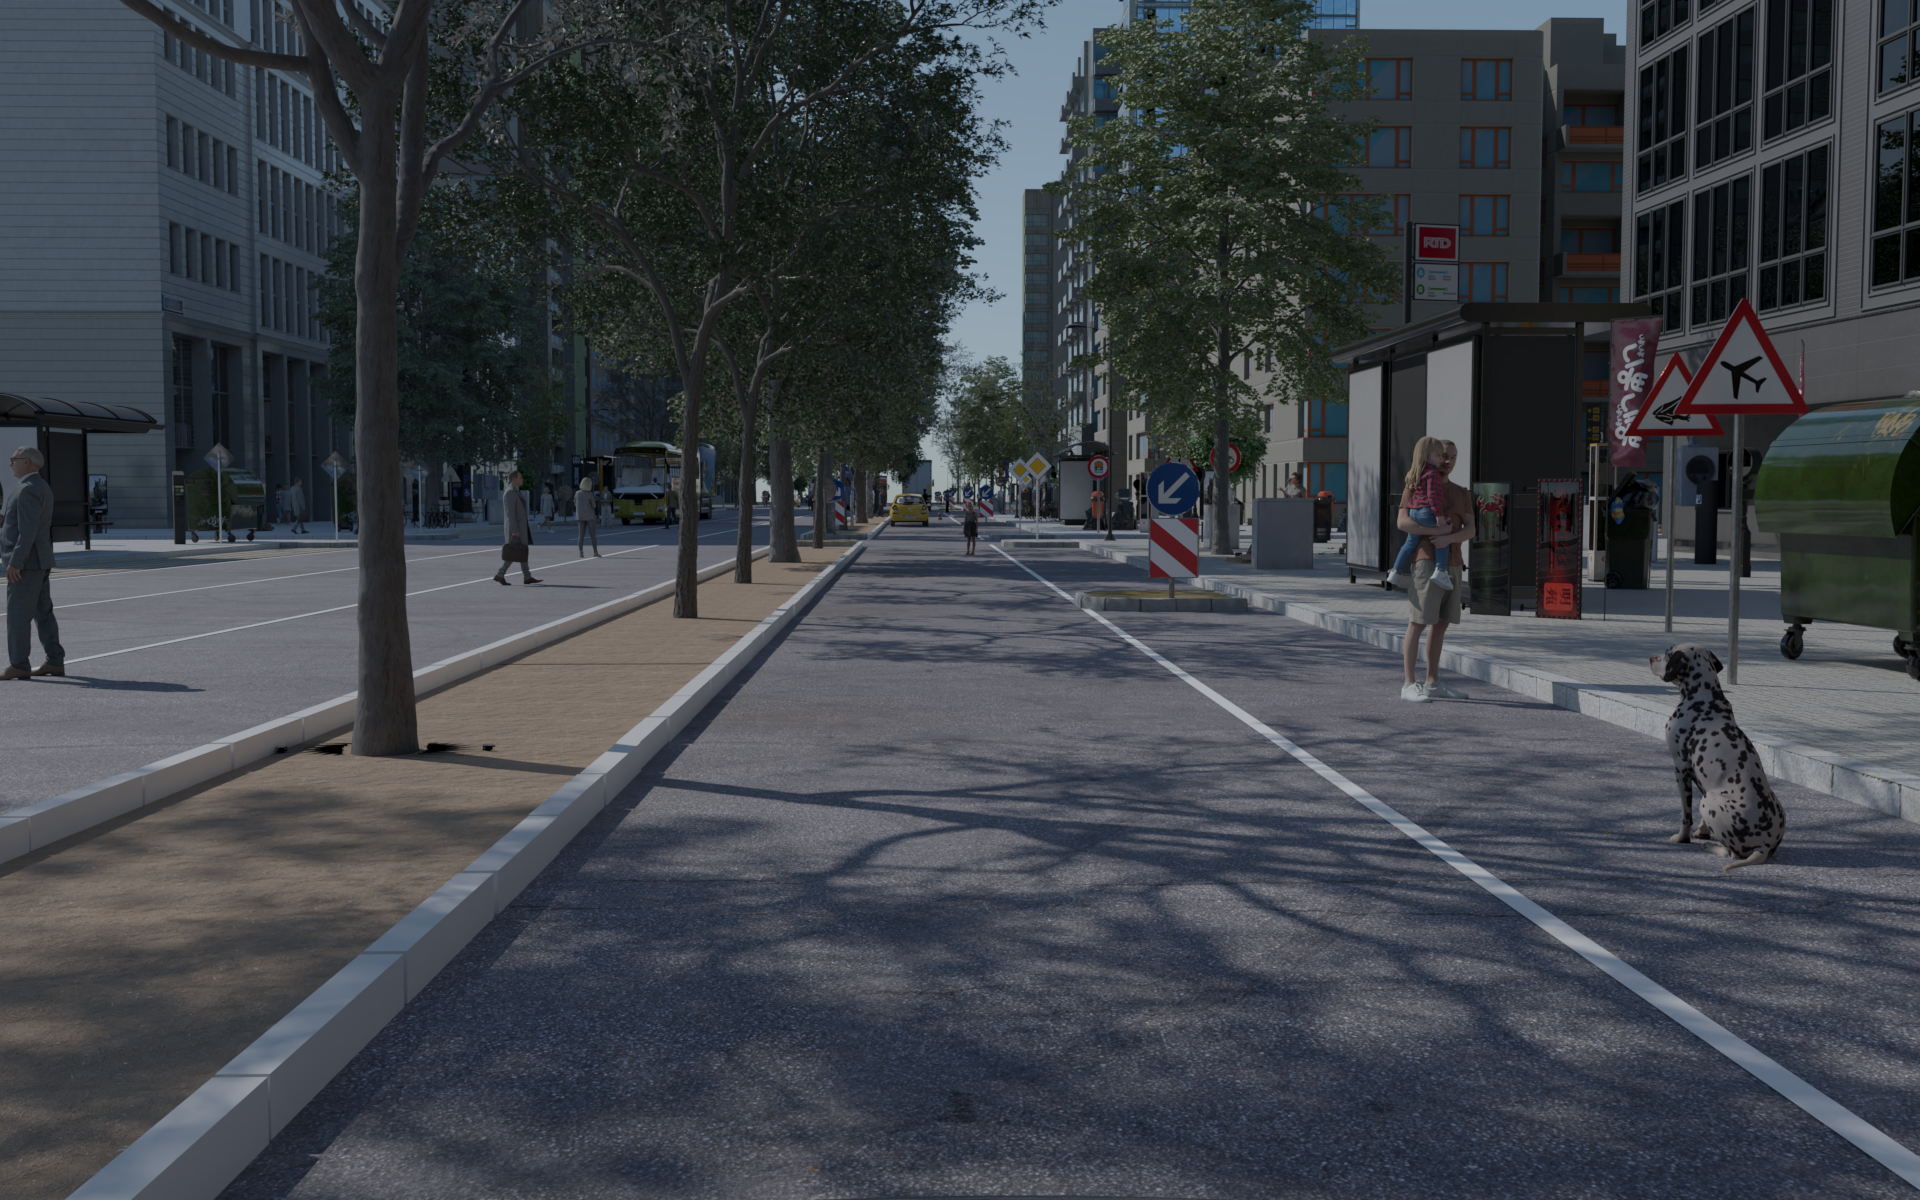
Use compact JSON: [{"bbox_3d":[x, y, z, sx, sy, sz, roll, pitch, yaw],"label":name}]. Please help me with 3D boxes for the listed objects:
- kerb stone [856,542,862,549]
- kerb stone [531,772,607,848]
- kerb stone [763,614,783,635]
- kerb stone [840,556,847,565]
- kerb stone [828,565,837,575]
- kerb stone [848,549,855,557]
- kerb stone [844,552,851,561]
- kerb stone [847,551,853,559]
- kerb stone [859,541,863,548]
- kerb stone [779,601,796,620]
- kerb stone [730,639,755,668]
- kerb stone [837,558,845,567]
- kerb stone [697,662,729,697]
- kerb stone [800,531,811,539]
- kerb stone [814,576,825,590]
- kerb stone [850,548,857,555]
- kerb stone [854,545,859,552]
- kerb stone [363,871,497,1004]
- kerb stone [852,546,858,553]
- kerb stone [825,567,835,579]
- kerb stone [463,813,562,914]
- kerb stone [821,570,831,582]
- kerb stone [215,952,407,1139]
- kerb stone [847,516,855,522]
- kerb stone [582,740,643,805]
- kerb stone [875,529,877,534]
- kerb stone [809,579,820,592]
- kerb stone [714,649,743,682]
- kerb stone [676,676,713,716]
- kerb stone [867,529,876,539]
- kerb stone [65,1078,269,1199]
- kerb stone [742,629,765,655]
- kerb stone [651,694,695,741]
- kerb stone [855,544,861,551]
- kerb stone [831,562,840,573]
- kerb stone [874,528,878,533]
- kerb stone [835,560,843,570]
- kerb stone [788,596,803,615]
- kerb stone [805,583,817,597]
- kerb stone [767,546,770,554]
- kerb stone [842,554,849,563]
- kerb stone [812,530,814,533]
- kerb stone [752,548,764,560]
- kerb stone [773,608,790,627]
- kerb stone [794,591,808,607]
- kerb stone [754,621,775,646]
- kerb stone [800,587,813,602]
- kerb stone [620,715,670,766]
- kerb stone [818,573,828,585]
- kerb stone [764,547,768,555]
[{"bbox_3d":[-2.593,-1.291,43.303,0.120,0.150,1.000,0,4,-1],"label":"kerb stone"},{"bbox_3d":[-1.678,0.903,7.432,0.120,0.150,1.000,0,4,-1],"label":"kerb stone"},{"bbox_3d":[-1.937,0.276,17.682,0.120,0.150,1.000,0,4,-1],"label":"kerb stone"},{"bbox_3d":[-2.354,-0.727,34.084,0.120,0.150,1.000,0,4,-1],"label":"kerb stone"},{"bbox_3d":[-2.251,-0.470,29.979,0.120,0.150,1.000,0,4,-1],"label":"kerb stone"},{"bbox_3d":[-2.458,-0.978,38.193,0.120,0.150,1.000,0,4,-1],"label":"kerb stone"},{"bbox_3d":[-2.402,-0.850,36.137,0.120,0.150,1.000,0,4,-1],"label":"kerb stone"},{"bbox_3d":[-2.429,-0.916,37.171,0.120,0.150,1.000,0,4,-1],"label":"kerb stone"},{"bbox_3d":[-2.608,-1.352,44.327,0.120,0.150,1.000,0,4,-1],"label":"kerb stone"},{"bbox_3d":[-1.994,0.151,19.730,0.120,0.150,1.000,0,4,-1],"label":"kerb stone"},{"bbox_3d":[-1.854,0.464,14.611,0.120,0.150,1.000,0,4,-1],"label":"kerb stone"},{"bbox_3d":[-2.330,-0.665,33.061,0.120,0.150,1.000,0,4,-1],"label":"kerb stone"},{"bbox_3d":[-1.806,0.592,12.558,0.120,0.150,1.000,0,4,-1],"label":"kerb stone"},{"bbox_3d":[-5.013,-2.075,56.150,0.120,0.150,1.000,0,4,-1],"label":"kerb stone"},{"bbox_3d":[-2.144,-0.225,25.881,0.120,0.150,1.000,0,4,-1],"label":"kerb stone"},{"bbox_3d":[-2.478,-1.040,39.215,0.120,0.150,1.000,0,4,-1],"label":"kerb stone"},{"bbox_3d":[-2.535,-1.166,41.259,0.120,0.150,1.000,0,4,-1],"label":"kerb stone"},{"bbox_3d":[-1.626,1.030,5.362,0.120,0.150,1.000,0,4,-1],"label":"kerb stone"},{"bbox_3d":[-2.509,-1.103,40.237,0.120,0.150,1.000,0,4,-1],"label":"kerb stone"},{"bbox_3d":[-2.222,-0.414,28.957,0.120,0.150,1.000,0,4,-1],"label":"kerb stone"},{"bbox_3d":[-1.646,0.966,6.404,0.120,0.150,1.000,0,4,-1],"label":"kerb stone"},{"bbox_3d":[-2.201,-0.348,27.931,0.120,0.150,1.000,0,4,-1],"label":"kerb stone"},{"bbox_3d":[-1.600,1.093,4.336,0.120,0.150,1.000,0,4,-1],"label":"kerb stone"},{"bbox_3d":[-6.007,-4.457,95.070,0.120,0.150,1.000,0,4,-1],"label":"kerb stone"},{"bbox_3d":[-1.698,0.840,8.458,0.120,0.150,1.000,0,4,-1],"label":"kerb stone"},{"bbox_3d":[-2.994,-2.264,59.251,0.120,0.150,1.000,0,4,-1],"label":"kerb stone"},{"bbox_3d":[-2.128,-0.160,24.859,0.120,0.150,1.000,0,4,-1],"label":"kerb stone"},{"bbox_3d":[-1.831,0.526,13.589,0.120,0.150,1.000,0,4,-1],"label":"kerb stone"},{"bbox_3d":[-1.779,0.653,11.527,0.120,0.150,1.000,0,4,-1],"label":"kerb stone"},{"bbox_3d":[-2.978,-2.204,58.229,0.120,0.150,1.000,0,4,-1],"label":"kerb stone"},{"bbox_3d":[-1.571,1.155,3.314,0.120,0.150,1.000,0,4,-1],"label":"kerb stone"},{"bbox_3d":[-1.886,0.401,15.633,0.120,0.150,1.000,0,4,-1],"label":"kerb stone"},{"bbox_3d":[-1.750,0.715,10.505,0.120,0.150,1.000,0,4,-1],"label":"kerb stone"},{"bbox_3d":[-2.559,-1.225,42.281,0.120,0.150,1.000,0,4,-1],"label":"kerb stone"},{"bbox_3d":[-2.282,-0.539,31.003,0.120,0.150,1.000,0,4,-1],"label":"kerb stone"},{"bbox_3d":[-3.019,-2.324,60.273,0.120,0.150,1.000,0,4,-1],"label":"kerb stone"},{"bbox_3d":[-2.295,-0.602,32.039,0.120,0.150,1.000,0,4,-1],"label":"kerb stone"},{"bbox_3d":[-2.008,0.090,20.769,0.120,0.150,1.000,0,4,-1],"label":"kerb stone"},{"bbox_3d":[-2.092,-0.100,23.837,0.120,0.150,1.000,0,4,-1],"label":"kerb stone"},{"bbox_3d":[-4.633,-1.159,41.222,0.120,0.150,1.000,0,4,-1],"label":"kerb stone"},{"bbox_3d":[-2.376,-0.790,35.110,0.120,0.150,1.000,0,4,-1],"label":"kerb stone"},{"bbox_3d":[-5.073,-2.202,58.201,0.120,0.150,1.000,0,4,-1],"label":"kerb stone"},{"bbox_3d":[-4.584,-1.038,39.172,0.120,0.150,1.000,0,4,-1],"label":"kerb stone"},{"bbox_3d":[-1.961,0.218,18.708,0.120,0.150,1.000,0,4,-1],"label":"kerb stone"},{"bbox_3d":[-2.039,0.025,21.791,0.120,0.150,1.000,0,4,-1],"label":"kerb stone"},{"bbox_3d":[-1.907,0.339,16.660,0.120,0.150,1.000,0,4,-1],"label":"kerb stone"},{"bbox_3d":[-2.061,-0.038,22.815,0.120,0.150,1.000,0,4,-1],"label":"kerb stone"},{"bbox_3d":[-1.735,0.782,9.480,0.120,0.150,1.000,0,4,-1],"label":"kerb stone"},{"bbox_3d":[-2.170,-0.288,26.907,0.120,0.150,1.000,0,4,-1],"label":"kerb stone"},{"bbox_3d":[-4.614,-1.101,40.194,0.120,0.150,1.000,0,4,-1],"label":"kerb stone"}]
